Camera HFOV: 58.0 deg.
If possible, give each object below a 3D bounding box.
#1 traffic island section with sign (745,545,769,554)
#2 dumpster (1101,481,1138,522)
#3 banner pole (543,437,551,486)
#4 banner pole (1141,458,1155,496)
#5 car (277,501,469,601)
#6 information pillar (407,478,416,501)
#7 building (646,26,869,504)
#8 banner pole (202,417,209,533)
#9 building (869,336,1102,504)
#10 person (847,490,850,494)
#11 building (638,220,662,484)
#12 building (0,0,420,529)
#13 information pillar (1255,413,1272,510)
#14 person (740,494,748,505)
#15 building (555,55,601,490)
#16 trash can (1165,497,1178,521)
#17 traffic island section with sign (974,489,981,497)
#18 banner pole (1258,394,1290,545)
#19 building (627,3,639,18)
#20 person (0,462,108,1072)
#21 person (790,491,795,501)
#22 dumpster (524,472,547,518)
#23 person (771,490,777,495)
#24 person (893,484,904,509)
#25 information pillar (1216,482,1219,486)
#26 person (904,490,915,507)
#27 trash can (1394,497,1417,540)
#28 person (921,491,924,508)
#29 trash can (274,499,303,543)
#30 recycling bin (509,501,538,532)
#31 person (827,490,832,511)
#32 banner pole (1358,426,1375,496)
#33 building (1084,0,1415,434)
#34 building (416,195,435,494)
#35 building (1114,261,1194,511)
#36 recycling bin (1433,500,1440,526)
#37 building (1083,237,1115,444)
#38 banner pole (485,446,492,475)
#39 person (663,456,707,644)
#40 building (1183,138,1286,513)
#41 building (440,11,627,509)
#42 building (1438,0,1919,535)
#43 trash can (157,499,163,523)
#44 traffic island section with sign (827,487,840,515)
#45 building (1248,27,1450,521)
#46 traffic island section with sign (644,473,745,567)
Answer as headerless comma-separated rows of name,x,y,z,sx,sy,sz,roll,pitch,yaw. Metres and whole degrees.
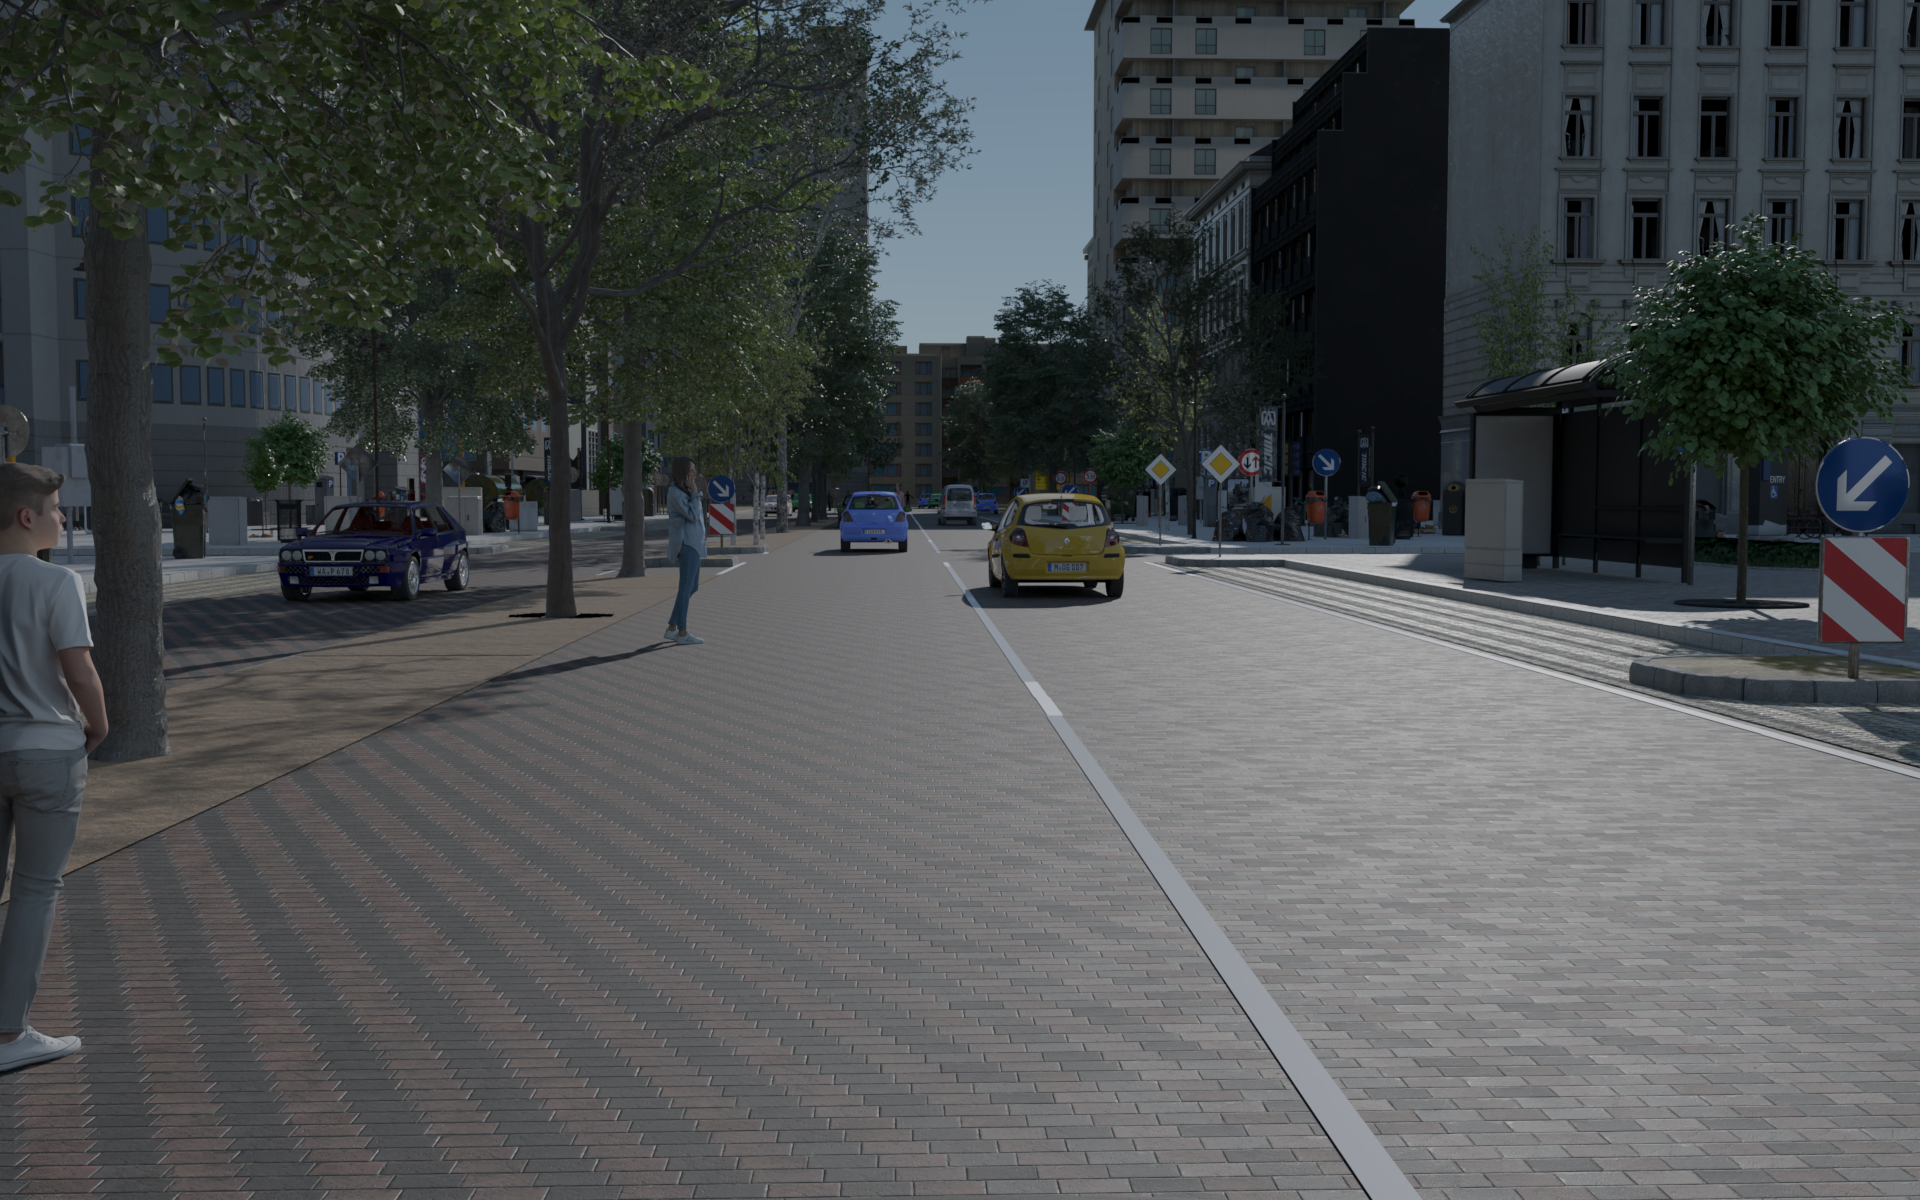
traffic island section with sign,-5.765,-2.095,42.385,2.006,1.907,1.989,0,4,-2
dumpster,7.513,-4.829,81.449,1.502,2.255,1.985,0,4,-2
banner pole,-15.716,-4.719,67.173,0.863,3.779,0.401,0,4,-8
banner pole,11.439,-7.036,105.052,0.863,3.779,0.401,-1,4,-13
car,-8.214,-0.727,24.470,1.945,1.354,3.894,0,4,-1
information pillar,-24.497,-4.457,77.364,0.304,2.012,0.304,-2,4,-25
building,-25.696,-41.575,221.750,28.212,58.520,21.231,0,4,-2
banner pole,-24.575,-4.061,56.407,0.401,3.779,0.863,-1,4,-22
building,2.729,-23.360,226.972,28.899,21.520,27.650,0,4,-2
person,-11.866,-10.796,184.953,0.705,1.831,1.348,0,4,5
building,-37.753,-24.672,175.082,14.107,30.474,14.160,0,4,-2
building,-38.090,-32.547,74.135,21.231,58.520,28.212,0,4,-2
information pillar,8.750,-3.588,50.012,0.504,3.616,0.183,0,4,7
person,-24.445,-11.264,195.893,0.991,1.433,0.599,-3,4,-38
building,-39.336,-50.005,130.253,22.319,86.520,31.000,0,4,-2
trash can,10.057,-4.302,81.995,0.748,1.137,0.748,0,3,0
traffic island section with sign,1.302,-8.329,144.803,1.989,1.847,2.006,0,4,-2
banner pole,7.892,-3.271,43.499,0.863,3.779,0.401,0,4,-6
building,-50.082,-47.826,220.211,20.611,71.187,20.563,0,4,-2
person,-2.422,0.412,4.359,0.503,1.515,0.523,-2,4,-27
person,-14.945,-8.860,153.880,0.721,1.766,1.217,-2,4,-23
dumpster,-18.376,-4.530,76.551,1.502,2.255,1.985,0,4,-2
person,-13.194,-6.989,123.494,1.217,1.743,0.721,2,4,29
person,-2.405,-3.533,66.279,0.555,1.821,0.388,-1,4,-19
information pillar,15.070,-5.951,101.791,0.304,2.012,0.304,3,5,41
person,-4.169,-7.925,138.902,1.217,1.723,0.721,1,4,15
trash can,12.504,-2.280,48.924,0.748,1.137,0.748,0,3,0
person,-3.896,-10.481,180.411,0.434,1.755,0.990,1,4,11
trash can,-17.636,-2.072,45.536,0.748,1.137,0.748,0,3,0
recycling bin,-15.038,-2.881,59.656,0.722,1.027,0.722,-3,5,-44
person,-11.042,-8.407,146.089,0.705,1.807,1.348,1,4,19
banner pole,15.115,-4.542,64.278,0.401,3.779,0.863,-3,4,-36
building,27.814,-35.484,169.402,28.713,52.752,27.495,0,4,-2
building,-32.721,-27.755,103.904,14.600,45.320,14.200,0,4,-2
building,28.234,-18.175,142.208,27.650,21.520,28.899,0,4,-2
recycling bin,19.621,-3.515,70.022,0.722,1.027,0.722,-1,4,-16
building,29.401,-32.862,229.179,23.993,40.220,32.217,0,4,-2
banner pole,-24.334,-6.075,89.336,0.401,3.779,0.863,-3,5,-42
person,-2.647,-0.478,16.573,0.793,1.790,0.793,-3,4,-36
building,20.967,-17.109,108.609,11.050,23.489,19.941,0,4,-2
building,-37.253,-30.839,154.321,14.600,45.320,14.200,0,4,-2
building,26.752,-12.835,59.008,18.267,20.994,9.793,0,4,-2
trash can,-25.250,-2.594,54.073,0.748,1.137,0.748,0,3,0
traffic island section with sign,-8.510,-6.687,117.473,2.006,1.907,1.989,0,4,-2
building,22.910,-15.972,90.816,12.332,23.373,15.834,0,4,-2
traffic island section with sign,-5.505,-1.642,34.982,2.006,1.907,1.989,0,4,-2
